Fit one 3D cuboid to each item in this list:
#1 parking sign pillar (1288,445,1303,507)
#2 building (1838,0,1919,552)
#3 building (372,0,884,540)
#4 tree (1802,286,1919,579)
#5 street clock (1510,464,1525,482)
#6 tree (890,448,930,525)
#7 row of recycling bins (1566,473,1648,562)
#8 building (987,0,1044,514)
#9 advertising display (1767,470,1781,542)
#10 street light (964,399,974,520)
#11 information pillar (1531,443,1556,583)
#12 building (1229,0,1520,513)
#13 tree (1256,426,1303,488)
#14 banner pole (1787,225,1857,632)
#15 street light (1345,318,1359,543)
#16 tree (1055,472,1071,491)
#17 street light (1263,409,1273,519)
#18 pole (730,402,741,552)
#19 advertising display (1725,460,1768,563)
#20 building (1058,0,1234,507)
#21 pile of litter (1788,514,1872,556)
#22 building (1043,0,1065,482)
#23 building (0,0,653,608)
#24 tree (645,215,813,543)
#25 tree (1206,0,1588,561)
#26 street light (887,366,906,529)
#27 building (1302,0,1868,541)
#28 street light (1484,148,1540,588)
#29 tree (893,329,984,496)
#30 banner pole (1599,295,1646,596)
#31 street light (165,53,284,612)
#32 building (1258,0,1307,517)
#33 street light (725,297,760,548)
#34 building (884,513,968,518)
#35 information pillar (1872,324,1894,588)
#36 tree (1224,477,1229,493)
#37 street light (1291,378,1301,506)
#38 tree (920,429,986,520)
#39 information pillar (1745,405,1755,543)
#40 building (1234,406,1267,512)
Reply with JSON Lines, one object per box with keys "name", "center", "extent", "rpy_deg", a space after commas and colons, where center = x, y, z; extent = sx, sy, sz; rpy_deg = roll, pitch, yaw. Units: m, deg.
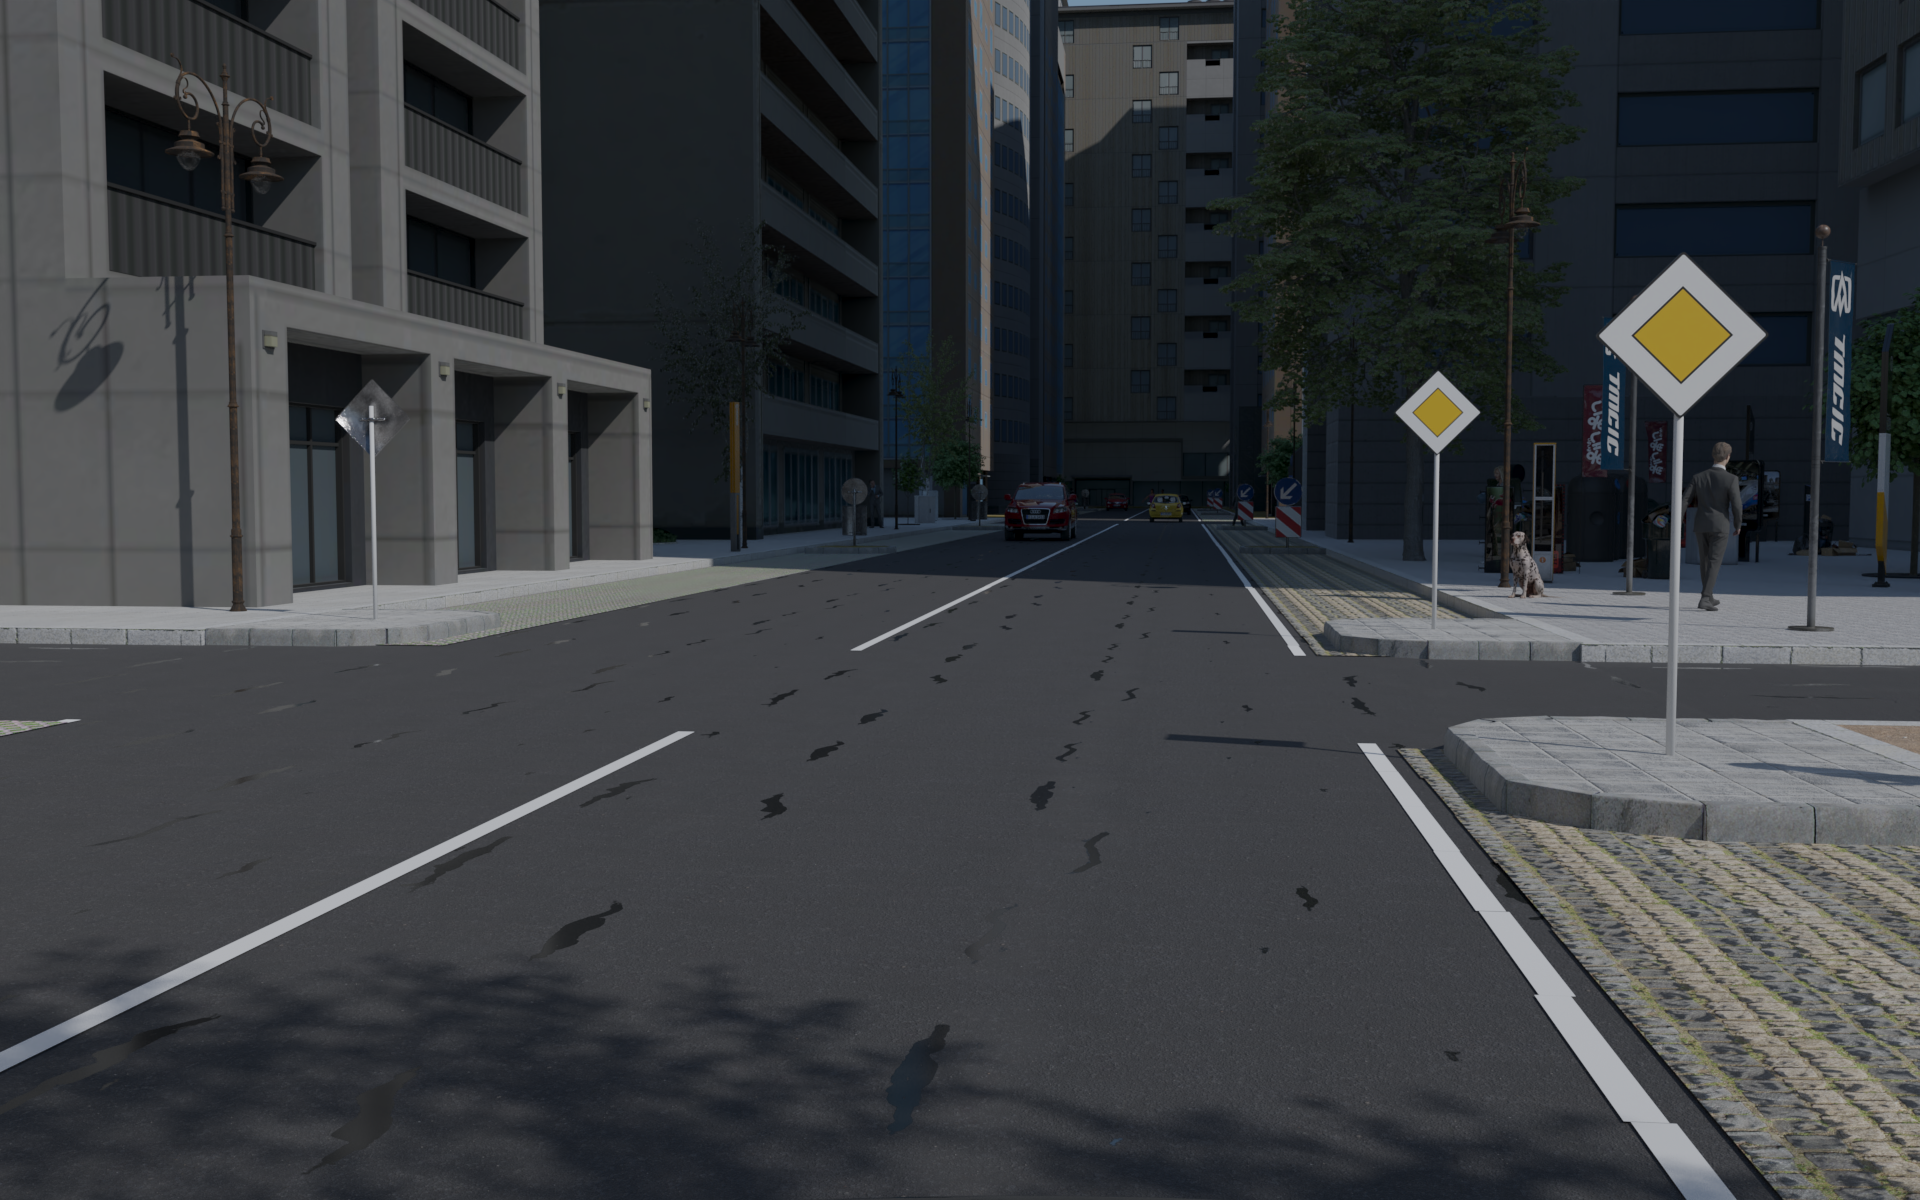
{"name": "parking sign pillar", "center": [15.509, -5.510, 78.557], "extent": [1.447, 3.967, 1.447], "rpy_deg": [-2, 4, -31]}
{"name": "building", "center": [32.238, -26.692, 25.647], "extent": [27.495, 52.752, 28.713], "rpy_deg": [0, 4, 7]}
{"name": "building", "center": [-14.935, -26.601, 58.621], "extent": [21.300, 48.544, 21.600], "rpy_deg": [0, 4, 7]}
{"name": "tree", "center": [14.723, -2.634, 26.773], "extent": [4.285, 4.588, 4.351], "rpy_deg": [0, 3, 0]}
{"name": "street clock", "center": [13.474, -2.312, 42.372], "extent": [0.358, 2.002, 0.471], "rpy_deg": [-2, 4, -30]}
{"name": "tree", "center": [-2.030, -4.716, 71.712], "extent": [1.663, 3.219, 1.824], "rpy_deg": [0, 3, 0]}
{"name": "row of recycling bins", "center": [12.691, -1.646, 34.028], "extent": [1.069, 1.692, 3.534], "rpy_deg": [2, 4, 34]}
{"name": "building", "center": [-5.691, -35.419, 121.098], "extent": [21.231, 58.520, 28.212], "rpy_deg": [0, 4, 7]}
{"name": "advertising display", "center": [21.519, -2.531, 46.600], "extent": [0.974, 1.923, 0.123], "rpy_deg": [1, 4, 19]}
{"name": "street light", "center": [0.463, -6.843, 84.676], "extent": [0.468, 5.910, 1.993], "rpy_deg": [0, 4, 7]}
{"name": "information pillar", "center": [8.410, -1.252, 24.969], "extent": [0.304, 2.012, 0.304], "rpy_deg": [1, 4, 17]}
{"name": "building", "center": [34.025, -37.121, 148.930], "extent": [21.231, 58.520, 28.212], "rpy_deg": [0, 4, 7]}
{"name": "tree", "center": [15.837, -6.064, 82.863], "extent": [4.285, 4.588, 4.351], "rpy_deg": [0, 3, 0]}
{"name": "banner pole", "center": [8.207, -1.611, 16.353], "extent": [0.863, 3.779, 0.401], "rpy_deg": [-3, 4, -37]}
{"name": "street light", "center": [10.317, -4.451, 45.555], "extent": [0.468, 5.910, 1.993], "rpy_deg": [0, 4, 7]}
{"name": "tree", "center": [8.687, -9.569, 151.054], "extent": [1.663, 3.219, 1.824], "rpy_deg": [0, 3, 0]}
{"name": "street light", "center": [16.016, -7.182, 90.209], "extent": [0.468, 5.910, 1.993], "rpy_deg": [0, 4, 7]}
{"name": "pole", "center": [-5.001, -2.731, 38.503], "extent": [0.158, 3.312, 0.155], "rpy_deg": [0, 3, 0]}
{"name": "advertising display", "center": [14.811, -1.689, 32.822], "extent": [0.123, 1.923, 0.974], "rpy_deg": [-1, 4, -19]}
{"name": "building", "center": [20.002, -36.633, 188.186], "extent": [27.495, 52.752, 28.713], "rpy_deg": [0, 4, 7]}
{"name": "pile of litter", "center": [18.206, -1.362, 36.230], "extent": [1.719, 0.858, 1.176], "rpy_deg": [1, 4, 14]}
{"name": "building", "center": [0.608, -30.100, 142.243], "extent": [14.600, 45.320, 14.200], "rpy_deg": [0, 4, 7]}
{"name": "building", "center": [-16.764, -36.124, 28.878], "extent": [20.563, 71.187, 20.611], "rpy_deg": [0, 4, 7]}
{"name": "tree", "center": [-5.960, -5.784, 44.938], "extent": [4.360, 8.622, 3.978], "rpy_deg": [0, 3, 0]}
{"name": "tree", "center": [8.352, -7.016, 32.843], "extent": [7.486, 12.596, 7.792], "rpy_deg": [0, 3, 0]}
{"name": "street light", "center": [-2.306, -5.500, 62.706], "extent": [0.468, 5.910, 1.993], "rpy_deg": [0, 4, 7]}
{"name": "building", "center": [22.826, -31.667, 59.748], "extent": [21.231, 58.520, 28.212], "rpy_deg": [0, 4, 7]}
{"name": "street light", "center": [7.474, -3.107, 23.594], "extent": [0.468, 5.910, 1.993], "rpy_deg": [0, 4, 7]}
{"name": "tree", "center": [-1.292, -7.831, 78.393], "extent": [4.737, 8.622, 4.395], "rpy_deg": [0, 3, 0]}
{"name": "banner pole", "center": [8.326, -1.945, 21.817], "extent": [0.863, 3.779, 0.401], "rpy_deg": [-2, 4, -33]}
{"name": "street light", "center": [-7.898, -2.813, 18.774], "extent": [0.468, 5.910, 1.993], "rpy_deg": [0, 4, 7]}
{"name": "building", "center": [24.545, -27.378, 97.740], "extent": [14.600, 45.320, 14.200], "rpy_deg": [0, 4, 7]}
{"name": "street light", "center": [-5.087, -4.156, 40.738], "extent": [0.468, 5.910, 1.993], "rpy_deg": [0, 4, 7]}
{"name": "building", "center": [-5.644, -27.512, 99.928], "extent": [14.600, 45.320, 14.200], "rpy_deg": [0, 4, 7]}
{"name": "information pillar", "center": [12.675, -1.981, 23.746], "extent": [0.183, 3.616, 0.504], "rpy_deg": [2, 4, 35]}
{"name": "tree", "center": [26.411, -10.551, 167.107], "extent": [1.663, 3.219, 1.824], "rpy_deg": [0, 3, 0]}
{"name": "street light", "center": [13.122, -5.826, 68.039], "extent": [0.468, 5.910, 1.993], "rpy_deg": [0, 4, 7]}
{"name": "tree", "center": [-0.322, -6.370, 87.858], "extent": [4.285, 4.588, 4.351], "rpy_deg": [0, 3, 0]}
{"name": "information pillar", "center": [20.795, -3.320, 45.640], "extent": [0.183, 3.616, 0.504], "rpy_deg": [3, 5, 39]}
{"name": "building", "center": [30.891, -49.281, 118.418], "extent": [22.319, 86.520, 31.000], "rpy_deg": [0, 4, 7]}
